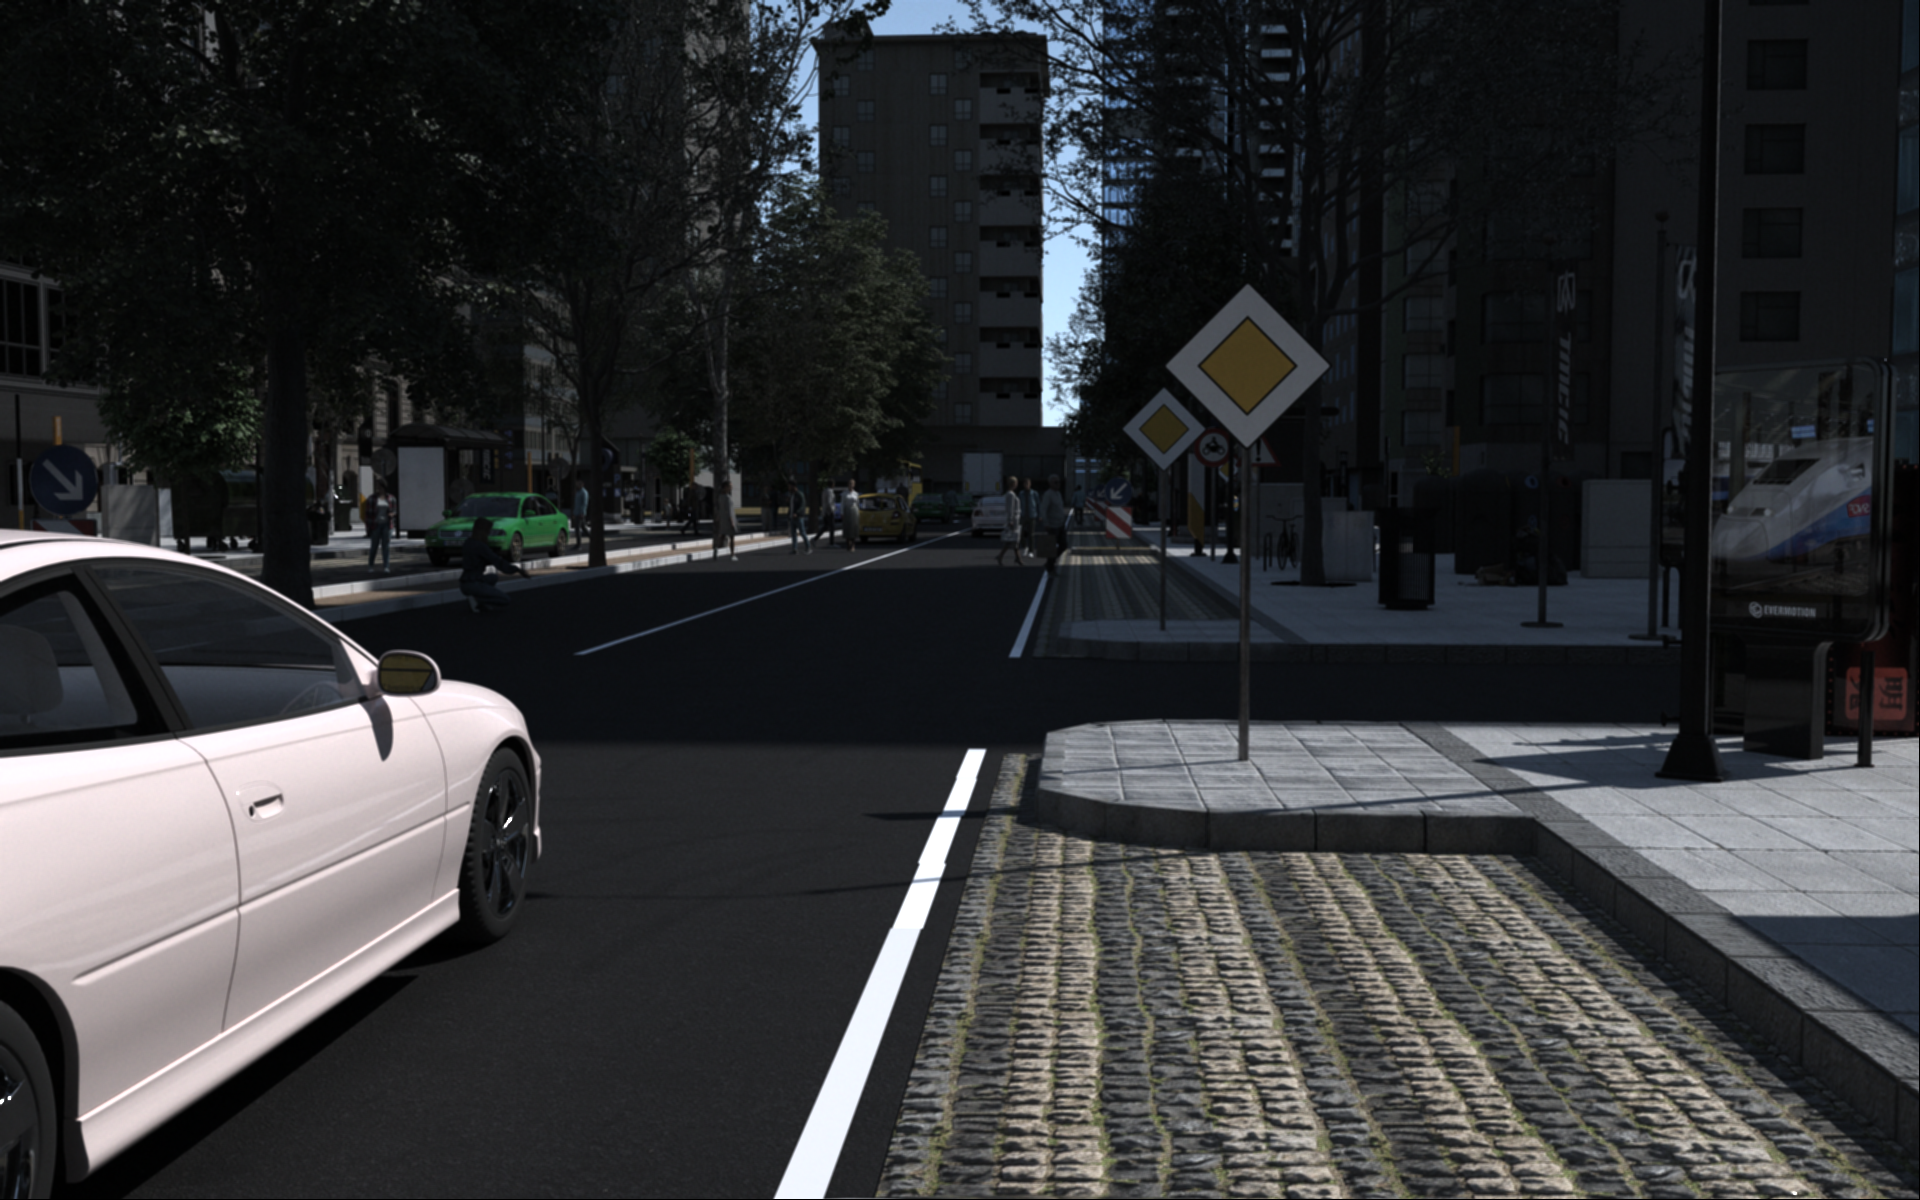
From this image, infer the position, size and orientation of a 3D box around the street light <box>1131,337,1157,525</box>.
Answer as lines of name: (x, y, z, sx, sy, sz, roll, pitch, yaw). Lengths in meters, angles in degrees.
street light: (5.766, -4.823, 51.393, 1.470, 5.913, 1.316, 0, 4, 4)

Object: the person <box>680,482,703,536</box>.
person: (-9.236, -3.132, 59.624, 0.836, 1.842, 0.656, -2, 4, -25)

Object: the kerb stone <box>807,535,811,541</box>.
kerb stone: (-4.754, -1.869, 52.756, 0.120, 0.150, 1.000, 0, 4, 4)

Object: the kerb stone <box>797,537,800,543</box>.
kerb stone: (-4.889, -1.743, 50.700, 0.120, 0.150, 1.000, 0, 4, 4)

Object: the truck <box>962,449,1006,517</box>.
truck: (1.591, -7.631, 113.686, 2.839, 4.237, 11.283, 0, 4, 2)

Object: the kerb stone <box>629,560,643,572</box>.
kerb stone: (-6.149, -0.618, 32.300, 0.120, 0.150, 1.000, 0, 4, 4)

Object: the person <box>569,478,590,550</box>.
person: (-9.660, -2.207, 44.440, 0.748, 1.841, 0.638, -1, 4, -18)

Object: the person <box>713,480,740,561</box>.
person: (-5.011, -1.706, 37.145, 0.466, 1.731, 0.760, 1, 4, 22)

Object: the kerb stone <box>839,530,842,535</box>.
kerb stone: (-4.257, -2.306, 59.930, 0.120, 0.150, 1.000, 0, 4, 4)

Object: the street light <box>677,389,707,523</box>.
street light: (-11.837, -6.352, 76.403, 1.470, 5.913, 1.316, 0, 4, 4)

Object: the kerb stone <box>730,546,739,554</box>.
kerb stone: (-5.519, -1.181, 41.500, 0.120, 0.150, 1.000, 0, 4, 4)

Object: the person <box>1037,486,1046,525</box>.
person: (3.802, -4.356, 79.708, 0.713, 1.824, 0.794, -2, 4, -35)

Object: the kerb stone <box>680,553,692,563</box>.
kerb stone: (-5.864, -0.868, 36.391, 0.120, 0.150, 1.000, 0, 4, 4)

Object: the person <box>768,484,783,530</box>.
person: (-7.486, -3.707, 69.101, 0.794, 1.824, 0.713, -1, 4, -16)

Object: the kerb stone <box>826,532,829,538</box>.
kerb stone: (-4.472, -2.115, 56.843, 0.120, 0.150, 1.000, 0, 4, 4)

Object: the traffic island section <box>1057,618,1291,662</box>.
traffic island section: (1.930, 0.364, 16.322, 2.009, 0.180, 2.903, 0, 4, 4)

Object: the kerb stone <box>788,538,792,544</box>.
kerb stone: (-4.963, -1.676, 49.671, 0.120, 0.150, 1.000, 0, 4, 4)

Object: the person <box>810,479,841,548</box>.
person: (-3.582, -2.315, 46.202, 0.795, 1.843, 0.661, -1, 4, -20)

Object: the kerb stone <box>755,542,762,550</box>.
kerb stone: (-5.315, -1.367, 44.570, 0.120, 0.150, 1.000, 0, 4, 4)

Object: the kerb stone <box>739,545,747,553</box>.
kerb stone: (-5.443, -1.244, 42.527, 0.120, 0.150, 1.000, 0, 4, 4)

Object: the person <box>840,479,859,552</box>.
person: (-2.729, -2.096, 42.991, 0.478, 1.798, 0.641, 0, 4, -1)

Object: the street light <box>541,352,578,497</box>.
street light: (-13.180, -5.162, 56.940, 1.470, 5.913, 1.316, 0, 4, 4)

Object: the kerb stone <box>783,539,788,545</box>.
kerb stone: (-5.033, -1.614, 48.651, 0.120, 0.150, 1.000, 0, 4, 4)

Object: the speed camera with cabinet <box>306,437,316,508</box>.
speed camera with cabinet: (-22.856, -4.028, 60.198, 0.660, 3.252, 2.038, -2, 4, -29)

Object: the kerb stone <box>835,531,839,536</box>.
kerb stone: (-4.341, -2.237, 58.895, 0.120, 0.150, 1.000, 0, 4, 4)

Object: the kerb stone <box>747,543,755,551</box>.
kerb stone: (-5.384, -1.304, 43.551, 0.120, 0.150, 1.000, 0, 4, 4)

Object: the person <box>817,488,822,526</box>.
person: (-6.381, -4.139, 76.420, 0.600, 1.795, 0.529, 3, 5, 43)

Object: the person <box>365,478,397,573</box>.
person: (-10.498, -1.350, 31.407, 0.563, 1.720, 0.643, -2, 4, -25)

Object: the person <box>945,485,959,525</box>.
person: (-0.440, -4.478, 81.581, 0.638, 1.841, 0.748, 2, 4, 33)

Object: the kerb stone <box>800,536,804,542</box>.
kerb stone: (-4.823, -1.802, 51.736, 0.120, 0.150, 1.000, 0, 4, 4)

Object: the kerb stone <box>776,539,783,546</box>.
kerb stone: (-5.094, -1.556, 47.630, 0.120, 0.150, 1.000, 0, 4, 4)

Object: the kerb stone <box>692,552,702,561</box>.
kerb stone: (-5.801, -0.931, 37.412, 0.120, 0.150, 1.000, 0, 4, 4)

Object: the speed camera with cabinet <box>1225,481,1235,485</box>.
speed camera with cabinet: (14.882, -5.876, 90.408, 2.038, 3.252, 0.660, 1, 4, 17)

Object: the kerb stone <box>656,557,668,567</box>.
kerb stone: (-6.013, -0.743, 34.340, 0.120, 0.150, 1.000, 0, 4, 4)

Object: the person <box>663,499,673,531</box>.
person: (-11.286, -3.289, 66.956, 0.352, 1.250, 0.332, -1, 4, -9)

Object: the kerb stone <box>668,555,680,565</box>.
kerb stone: (-5.938, -0.806, 35.368, 0.120, 0.150, 1.000, 0, 4, 4)

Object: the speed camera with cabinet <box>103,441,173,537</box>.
speed camera with cabinet: (-24.148, -3.476, 51.168, 0.660, 3.252, 2.038, 3, 5, 43)

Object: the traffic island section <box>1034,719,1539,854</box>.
traffic island section: (1.386, 0.852, 8.355, 2.009, 0.180, 2.903, 0, 4, 4)

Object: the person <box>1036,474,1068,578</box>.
person: (1.538, -1.264, 29.646, 0.515, 1.767, 0.782, 2, 4, 29)

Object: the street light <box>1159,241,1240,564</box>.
street light: (4.457, -3.629, 31.882, 1.470, 5.913, 1.316, 0, 4, 4)

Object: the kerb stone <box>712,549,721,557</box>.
kerb stone: (-5.658, -1.056, 39.459, 0.120, 0.150, 1.000, 0, 4, 4)

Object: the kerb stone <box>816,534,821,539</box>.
kerb stone: (-4.615, -1.994, 54.796, 0.120, 0.150, 1.000, 0, 4, 4)

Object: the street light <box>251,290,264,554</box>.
street light: (-14.545, -3.948, 37.092, 1.470, 5.913, 1.316, 0, 4, 4)

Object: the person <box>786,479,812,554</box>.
person: (-3.904, -1.986, 41.318, 0.623, 1.781, 0.721, 3, 4, 38)

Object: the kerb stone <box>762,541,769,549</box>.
kerb stone: (-5.236, -1.431, 45.590, 0.120, 0.150, 1.000, 0, 4, 4)

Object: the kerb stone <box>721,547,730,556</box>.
kerb stone: (-5.594, -1.114, 40.479, 0.120, 0.150, 1.000, 0, 4, 4)

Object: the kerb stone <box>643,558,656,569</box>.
kerb stone: (-6.080, -0.680, 33.320, 0.120, 0.150, 1.000, 0, 4, 4)

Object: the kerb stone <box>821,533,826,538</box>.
kerb stone: (-4.548, -2.055, 55.816, 0.120, 0.150, 1.000, 0, 4, 4)

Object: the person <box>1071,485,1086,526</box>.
person: (4.987, -3.914, 72.520, 0.660, 1.820, 0.620, -2, 4, -25)

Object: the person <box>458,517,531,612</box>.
person: (-5.835, -0.445, 21.282, 0.738, 1.151, 1.012, -3, 5, -40)

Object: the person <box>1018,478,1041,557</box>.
person: (1.542, -1.863, 39.305, 0.601, 1.785, 0.444, 1, 4, 14)

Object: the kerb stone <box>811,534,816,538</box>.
kerb stone: (-4.681, -1.932, 53.775, 0.120, 0.150, 1.000, 0, 4, 4)

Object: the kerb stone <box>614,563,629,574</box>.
kerb stone: (-6.217, -0.555, 31.277, 0.120, 0.150, 1.000, 0, 4, 4)

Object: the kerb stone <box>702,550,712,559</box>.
kerb stone: (-5.726, -0.993, 38.437, 0.120, 0.150, 1.000, 0, 4, 4)

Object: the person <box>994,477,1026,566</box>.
person: (1.008, -1.584, 34.746, 0.624, 1.780, 0.694, 0, 4, 6)

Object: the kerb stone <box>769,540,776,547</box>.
kerb stone: (-5.169, -1.489, 46.611, 0.120, 0.150, 1.000, 0, 4, 4)

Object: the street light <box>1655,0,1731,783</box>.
street light: (2.794, -2.153, 7.739, 1.470, 5.913, 1.316, 0, 4, 4)

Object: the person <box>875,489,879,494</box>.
person: (-4.669, -5.330, 96.582, 0.436, 1.711, 0.756, 1, 4, 22)

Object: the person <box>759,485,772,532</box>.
person: (-6.812, -3.179, 61.034, 0.362, 1.759, 0.519, 2, 4, 35)
